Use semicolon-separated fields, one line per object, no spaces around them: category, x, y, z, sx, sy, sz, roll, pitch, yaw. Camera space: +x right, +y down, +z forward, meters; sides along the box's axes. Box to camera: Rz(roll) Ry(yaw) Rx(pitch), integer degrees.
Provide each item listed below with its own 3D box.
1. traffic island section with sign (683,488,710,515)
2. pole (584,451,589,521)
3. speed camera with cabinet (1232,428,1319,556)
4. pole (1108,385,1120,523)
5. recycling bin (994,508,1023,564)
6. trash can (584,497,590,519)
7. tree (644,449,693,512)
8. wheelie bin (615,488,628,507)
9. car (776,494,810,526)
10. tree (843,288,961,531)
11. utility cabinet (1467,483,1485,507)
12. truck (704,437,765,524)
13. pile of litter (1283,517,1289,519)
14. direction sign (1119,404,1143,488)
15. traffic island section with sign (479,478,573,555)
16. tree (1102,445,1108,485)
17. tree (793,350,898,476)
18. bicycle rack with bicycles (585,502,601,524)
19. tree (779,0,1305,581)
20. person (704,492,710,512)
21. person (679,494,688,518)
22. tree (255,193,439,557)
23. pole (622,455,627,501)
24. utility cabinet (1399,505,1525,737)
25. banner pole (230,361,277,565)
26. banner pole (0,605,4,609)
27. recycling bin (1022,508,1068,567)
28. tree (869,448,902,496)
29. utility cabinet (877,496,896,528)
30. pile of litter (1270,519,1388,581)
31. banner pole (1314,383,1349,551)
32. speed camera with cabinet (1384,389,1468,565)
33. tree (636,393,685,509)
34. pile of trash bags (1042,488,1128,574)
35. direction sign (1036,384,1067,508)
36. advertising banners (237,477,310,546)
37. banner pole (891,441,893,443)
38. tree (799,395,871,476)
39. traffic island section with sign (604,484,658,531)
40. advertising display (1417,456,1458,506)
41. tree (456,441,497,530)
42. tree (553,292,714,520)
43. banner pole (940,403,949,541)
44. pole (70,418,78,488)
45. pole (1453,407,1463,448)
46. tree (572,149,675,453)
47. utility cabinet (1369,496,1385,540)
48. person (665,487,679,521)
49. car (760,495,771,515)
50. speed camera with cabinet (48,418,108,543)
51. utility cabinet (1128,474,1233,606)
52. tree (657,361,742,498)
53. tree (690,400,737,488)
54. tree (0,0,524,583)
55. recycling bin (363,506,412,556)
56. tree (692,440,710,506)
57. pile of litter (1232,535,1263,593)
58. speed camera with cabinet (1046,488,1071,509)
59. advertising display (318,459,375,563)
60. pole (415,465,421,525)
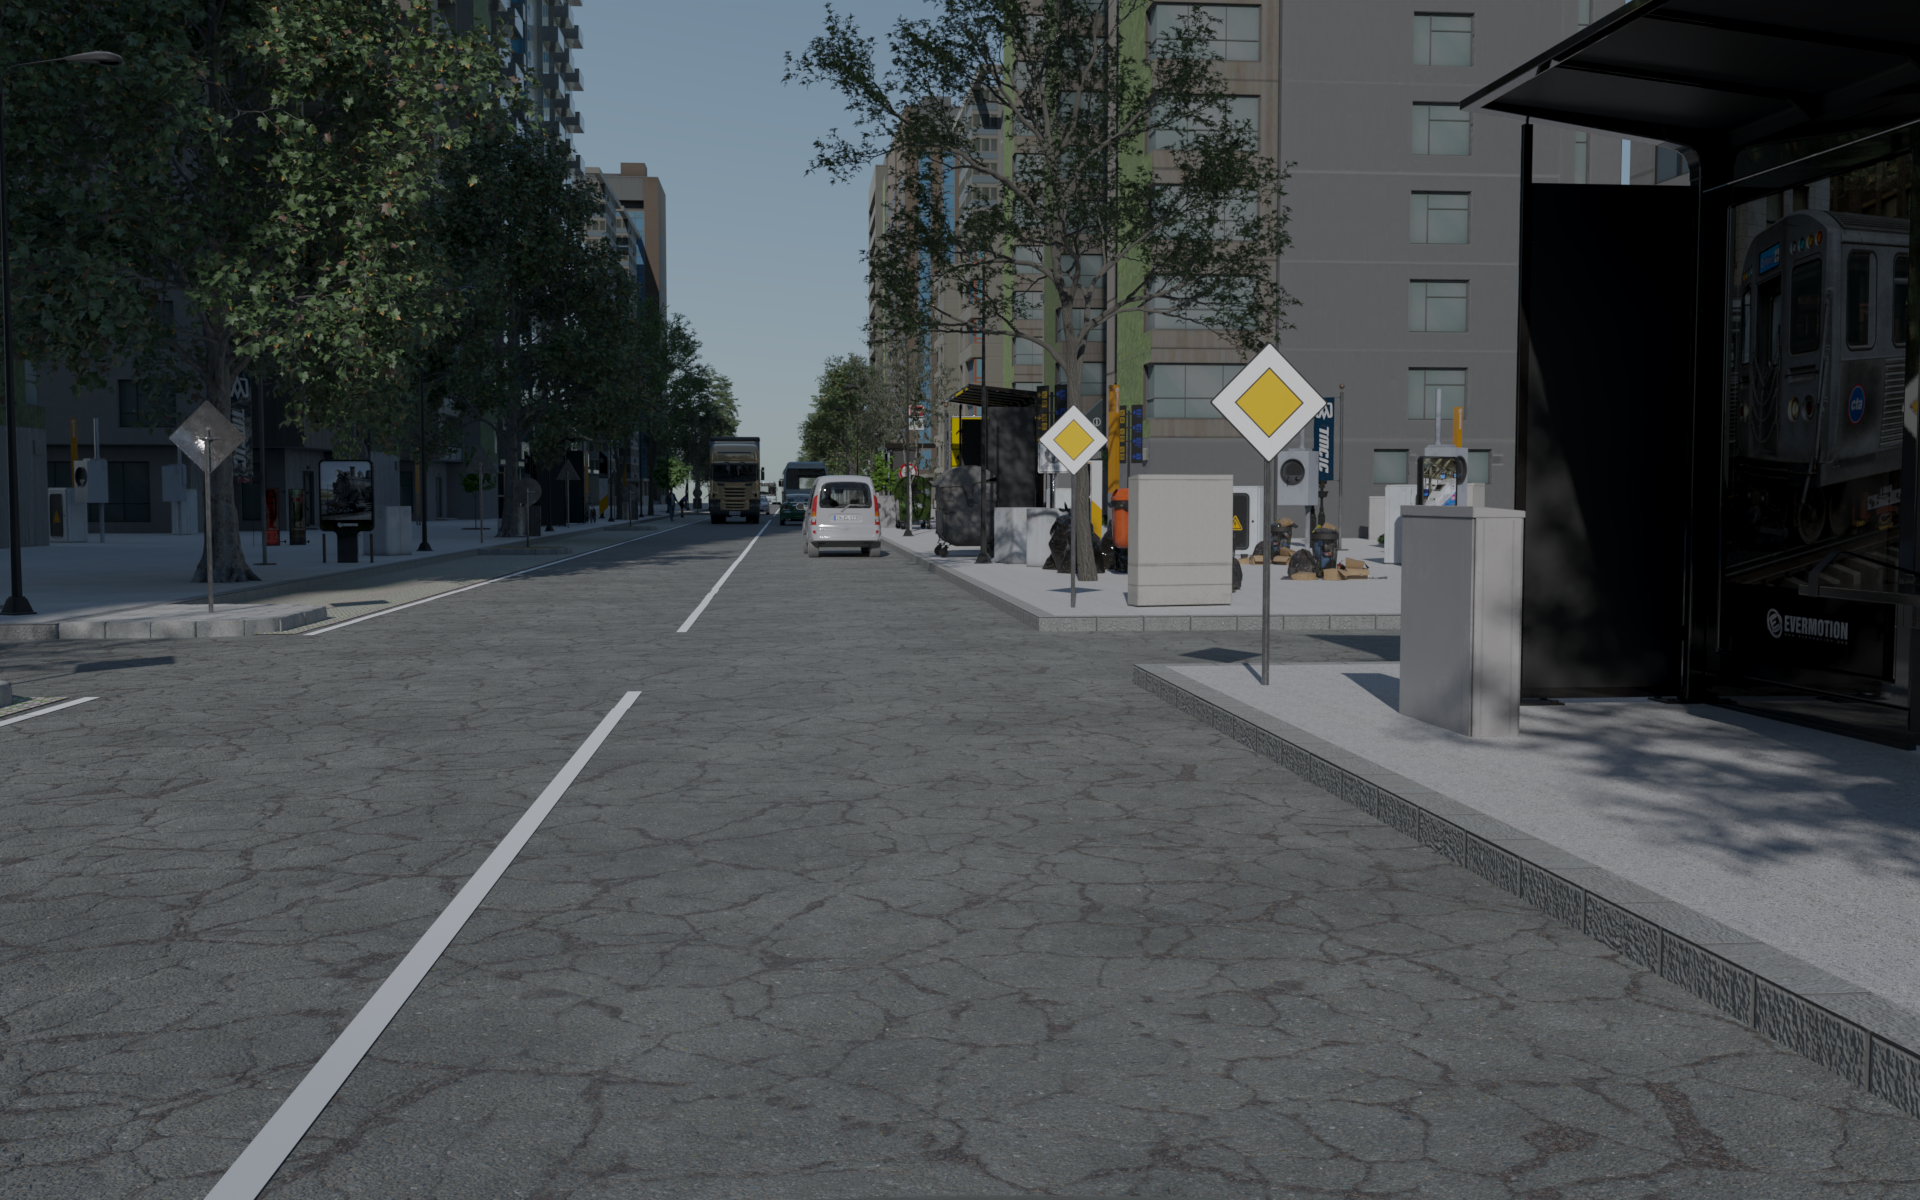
traffic island section with sign;-17.731;-6.654;117.423;1.989;1.847;2.006;0;4;-6
pole;-17.596;-5.370;81.644;0.158;3.312;0.155;0;3;0
speed camera with cabinet;6.300;-2.524;35.601;2.038;3.252;0.660;2;4;34
pole;2.879;-2.360;32.432;0.158;3.312;0.155;0;3;0
recycling bin;1.112;-1.198;32.143;0.722;1.027;0.722;-2;4;-31
trash can;-18.446;-4.473;84.794;0.748;1.137;0.748;0;3;0
tree;-21.307;-8.720;126.278;4.285;4.588;4.351;0;3;0
wheelie bin;-18.034;-5.194;92.824;0.980;1.594;0.693;0;4;8
car;-7.463;-4.198;80.441;2.131;1.459;4.920;0;4;-6
tree;-1.777;-6.623;58.641;4.360;8.622;3.978;0;3;0
utility cabinet;10.181;-1.580;34.515;0.318;1.500;1.173;2;4;26
truck;-11.270;-5.992;86.876;2.839;4.237;11.283;0;4;-7
pile of litter;5.765;-1.076;31.559;1.176;0.858;1.719;-3;4;-38
direction sign;4.295;-3.187;44.113;0.876;3.537;0.379;3;5;45
traffic island section with sign;-10.311;-1.997;41.279;1.989;1.847;2.006;0;4;-6
tree;7.854;-5.810;78.713;4.285;4.588;4.351;0;3;0
tree;-8.793;-13.535;138.308;9.611;12.733;9.660;0;3;0
bicycle rack with bicycles;-17.035;-3.860;76.499;2.852;0.926;2.925;0;4;3
tree;1.581;-5.566;25.424;7.601;10.594;8.767;1;4;23
person;-20.017;-7.952;139.224;1.217;1.735;0.721;-1;4;-21
person;-16.784;-5.714;105.161;0.421;1.427;0.697;2;4;34
tree;-12.513;-5.174;34.956;4.737;8.622;4.395;0;3;0
pole;-17.667;-5.954;91.195;0.158;3.312;0.155;0;3;0
utility cabinet;2.772;0.095;9.617;0.306;1.237;1.020;0;4;-7
banner pole;-12.760;-2.512;31.081;0.863;3.779;0.401;-3;4;-36
banner pole;-10.754;-1.779;19.096;0.401;3.779;0.863;-3;4;-38
recycling bin;1.647;-1.098;30.507;0.722;1.027;0.722;3;4;36
tree;-3.173;-4.546;68.928;1.663;3.219;1.824;0;3;0
utility cabinet;-2.858;-3.358;66.069;0.306;1.237;1.020;-3;4;-37
pile of litter;5.658;-0.744;26.136;1.719;0.858;1.176;0;4;0
banner pole;8.428;-3.019;39.378;0.863;3.779;0.401;1;4;22
speed camera with cabinet;8.635;-2.304;32.000;0.660;3.252;2.038;3;5;45
tree;-23.773;-13.184;149.970;8.767;10.594;7.601;-1;4;-19
pile of trash bags;2.455;-1.129;28.209;1.912;1.369;3.447;0;4;-5
direction sign;1.906;-2.695;36.055;0.379;3.537;0.876;-3;5;-42
advertising banners;-17.028;-2.850;42.793;0.090;3.025;2.074;2;4;34
banner pole;-3.377;-5.583;81.293;0.863;3.779;0.401;2;4;31
tree;-11.447;-15.090;164.848;7.486;12.596;7.792;0;3;0
traffic island section with sign;-12.925;-3.638;68.108;1.989;1.847;2.006;0;4;-6
advertising display;8.132;-1.487;29.529;0.974;1.923;0.123;-3;4;-38
tree;-17.589;-4.155;62.532;1.663;3.219;1.824;0;3;0
tree;-16.968;-9.839;86.617;9.928;11.665;9.643;0;3;0
banner pole;-0.357;-3.509;47.384;0.401;3.779;0.863;0;4;-7
pole;-23.841;-3.231;46.666;0.158;3.312;0.155;0;3;0
pole;11.642;-2.860;40.599;0.158;3.312;0.155;0;3;0
tree;-13.280;-8.218;51.379;9.611;12.733;9.660;0;3;0
utility cabinet;11.933;-2.273;48.324;1.020;1.237;0.306;1;4;14
person;-15.074;-4.993;90.483;0.721;1.781;0.623;3;4;36
car;-14.213;-6.644;120.995;2.083;1.381;4.827;0;4;-6
speed camera with cabinet;-23.218;-3.132;45.540;2.038;3.252;0.660;2;4;35
utility cabinet;2.521;-0.683;19.850;1.173;1.500;0.318;-1;4;-17
tree;-25.415;-15.961;167.612;9.857;13.997;8.962;0;3;0
tree;-29.717;-17.690;207.351;7.486;12.596;7.792;0;3;0
tree;-10.809;-6.601;24.939;9.611;12.733;9.660;0;3;0
recycling bin;-12.017;-1.455;36.339;0.722;1.027;0.722;2;4;27
tree;-26.762;-14.271;183.698;4.360;8.622;3.978;0;3;0
pile of litter;3.184;-0.548;22.925;1.176;0.858;1.719;2;4;32
speed camera with cabinet;2.498;-3.322;48.657;2.038;3.252;0.660;-1;4;-22
advertising display;-11.403;-1.652;32.219;0.974;1.923;0.123;-1;4;-8
pole;-22.194;-4.712;70.883;0.158;3.312;0.155;0;3;0
